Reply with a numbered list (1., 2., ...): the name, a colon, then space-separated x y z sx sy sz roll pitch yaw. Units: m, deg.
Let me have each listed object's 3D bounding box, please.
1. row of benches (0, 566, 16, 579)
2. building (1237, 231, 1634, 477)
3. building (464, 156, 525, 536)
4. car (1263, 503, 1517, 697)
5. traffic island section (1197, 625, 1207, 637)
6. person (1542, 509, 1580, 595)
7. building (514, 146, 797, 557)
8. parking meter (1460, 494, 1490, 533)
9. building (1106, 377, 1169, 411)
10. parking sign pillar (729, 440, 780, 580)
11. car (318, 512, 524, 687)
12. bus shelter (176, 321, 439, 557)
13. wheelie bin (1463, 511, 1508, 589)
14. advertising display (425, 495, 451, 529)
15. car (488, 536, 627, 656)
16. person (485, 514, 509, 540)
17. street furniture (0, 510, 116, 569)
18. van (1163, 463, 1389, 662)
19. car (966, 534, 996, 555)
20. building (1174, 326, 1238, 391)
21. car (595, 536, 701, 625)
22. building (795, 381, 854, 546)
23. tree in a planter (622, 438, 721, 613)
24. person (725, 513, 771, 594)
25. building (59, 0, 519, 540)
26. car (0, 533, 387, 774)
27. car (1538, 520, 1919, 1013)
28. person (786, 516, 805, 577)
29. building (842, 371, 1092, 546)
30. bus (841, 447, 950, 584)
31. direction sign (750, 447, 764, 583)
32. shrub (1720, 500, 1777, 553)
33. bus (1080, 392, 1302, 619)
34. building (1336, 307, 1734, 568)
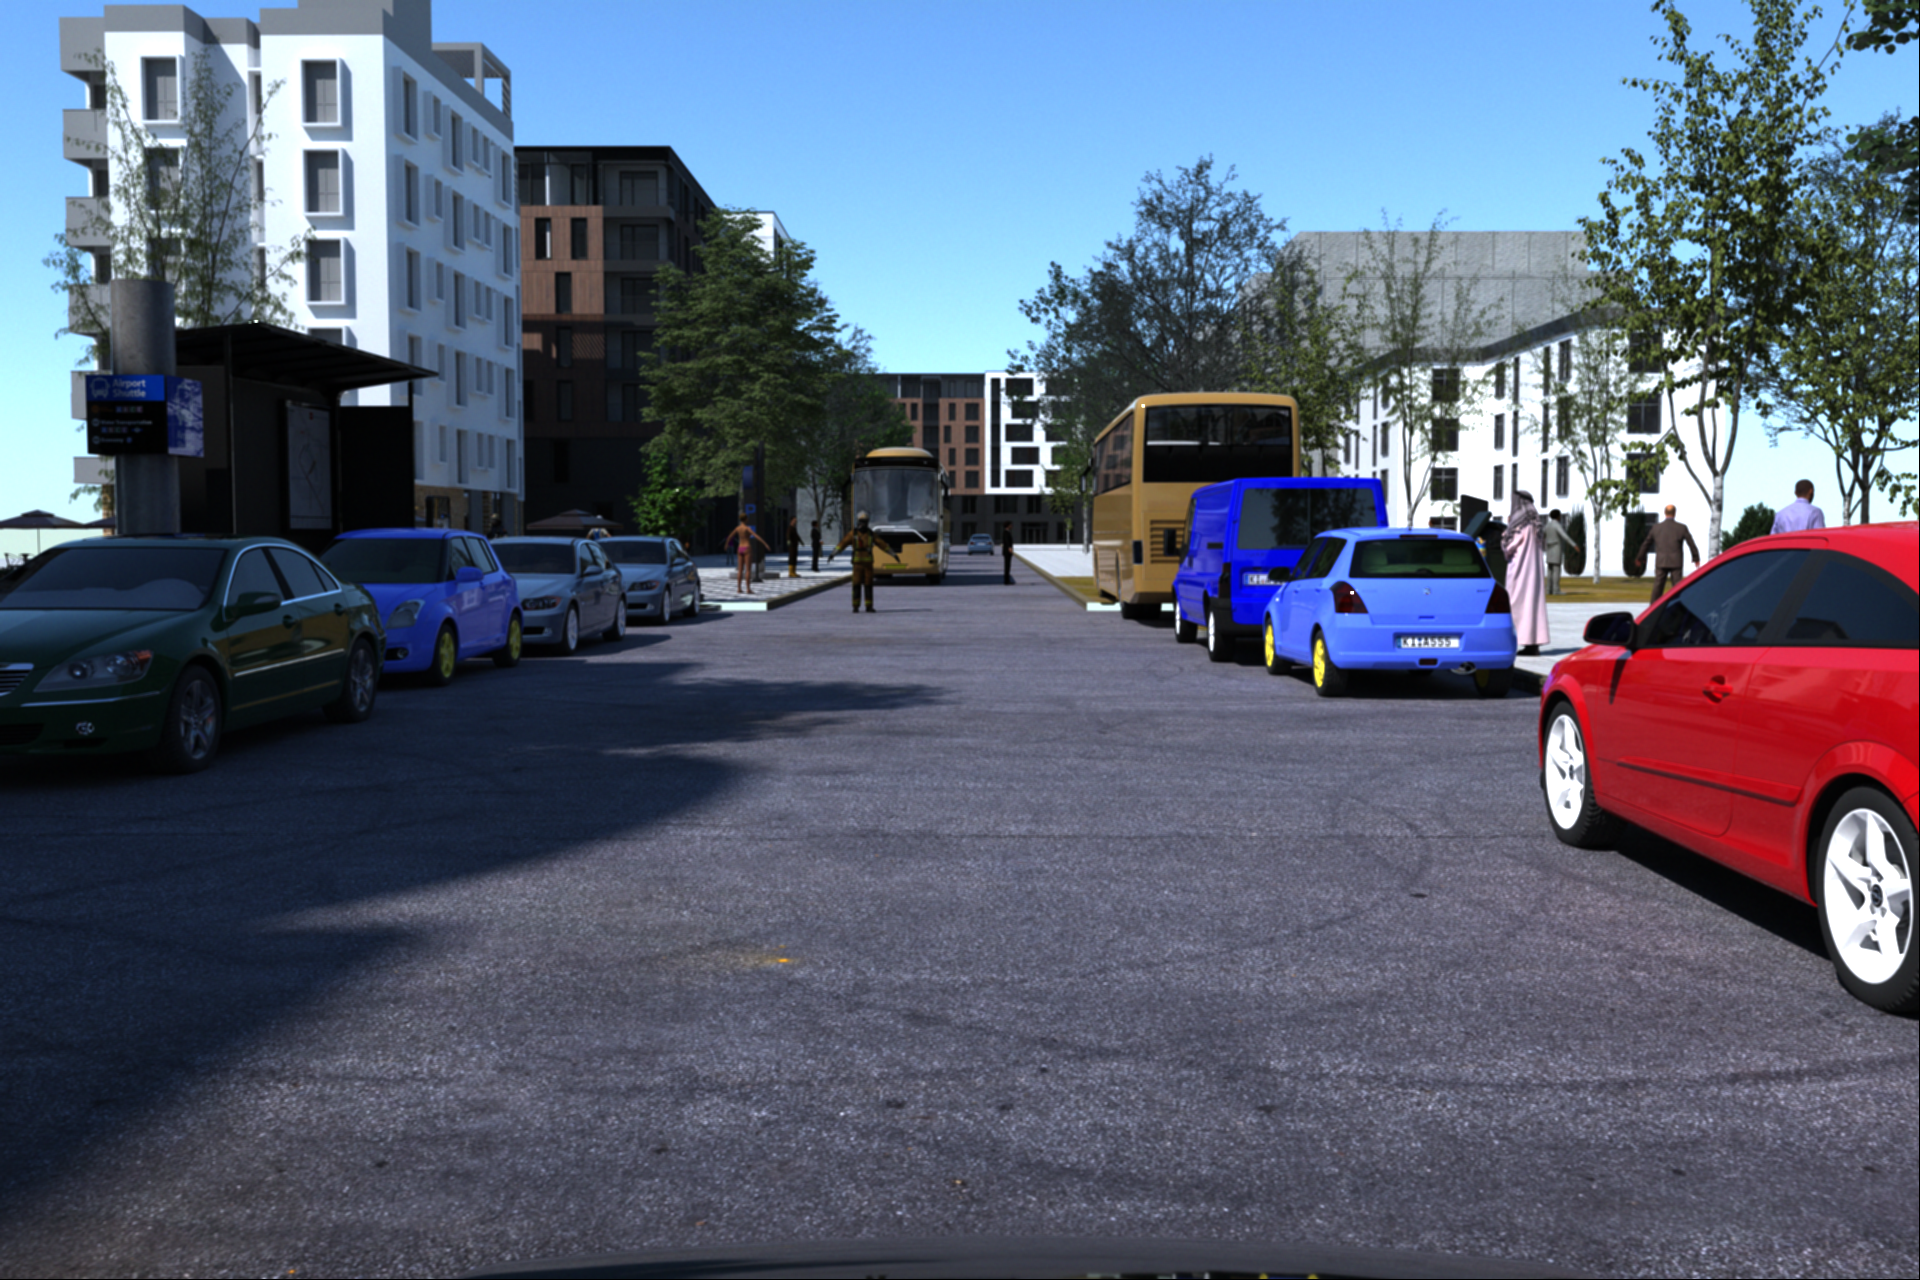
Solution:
1. row of benches: -17.883 -1.065 32.874 1.422 0.672 4.104 0 4 1
2. building: 28.279 -14.884 109.804 16.747 18.905 31.486 0 4 1
3. building: -26.988 -13.296 73.810 16.016 20.090 11.380 0 4 1
4. car: 3.980 -0.425 16.539 1.945 1.707 3.694 0 4 0
5. traffic island section: 4.149 -0.125 24.903 1.991 0.108 1.994 0 4 1
6. person: 12.556 -1.854 36.494 0.705 1.806 1.347 -1 4 -16
7. building: -25.710 -16.139 107.841 27.936 21.610 32.646 0 4 0
8. parking meter: 7.600 -1.216 25.585 0.399 1.863 0.255 0 4 1
9. building: 25.925 -20.600 203.268 16.747 18.905 31.486 0 4 1
10. parking sign pillar: -5.845 -3.713 49.182 1.447 3.967 1.447 0 4 2
11. car: -5.634 -0.477 17.391 1.945 1.707 3.694 0 4 1
12. bus shelter: -8.509 -1.894 22.247 1.731 3.624 6.357 0 4 1
13. wheelie bin: 7.309 -0.998 24.228 0.693 1.594 0.980 0 4 1
14. advertising display: -8.832 -1.477 29.358 0.123 1.923 0.974 0 4 1
15. car: -5.408 -0.608 21.941 2.014 1.417 4.499 0 4 1
16. person: -13.350 -2.692 49.792 1.354 1.856 0.705 3 4 36
17. street furniture: -31.716 -2.515 46.144 27.439 1.986 14.083 1 4 14
18. van: 3.757 -1.017 21.016 2.240 2.365 5.245 0 4 0
19. car: 1.423 -6.450 117.464 2.014 1.417 4.499 0 4 1
20. building: 28.724 -17.589 154.043 16.747 18.905 31.486 0 4 1
21. car: -5.429 -1.021 28.701 2.014 1.417 4.499 0 4 1
22. building: -21.908 -22.316 195.799 19.493 23.208 18.063 0 4 0
23. tree in a planter: -5.527 -2.143 32.268 1.991 3.239 1.994 0 4 1
24. person: -4.612 -1.876 37.470 1.217 1.733 0.721 2 4 30
25. building: -23.170 -12.298 57.485 16.016 20.090 11.380 0 4 1
26. car: -5.459 -0.003 11.843 2.131 1.459 4.920 0 4 0
27. car: 3.643 0.146 6.654 2.155 1.783 4.494 0 4 1
28. person: -4.934 -2.776 51.518 0.704 1.812 1.346 1 4 13
29. building: 0.848 -23.410 229.182 32.646 21.610 27.936 0 4 -1
30. bus: -1.678 -3.747 52.805 2.896 3.916 12.252 0 4 1
31. direction sign: -5.338 -3.270 45.469 0.379 3.537 0.876 0 4 0
32. shrub: 18.775 -2.249 40.811 1.661 2.075 1.752 0 3 0
33. bus: 3.964 -2.471 31.955 2.896 3.916 12.252 0 4 1
34. building: 24.278 -8.327 78.295 9.099 9.664 28.070 0 4 1
